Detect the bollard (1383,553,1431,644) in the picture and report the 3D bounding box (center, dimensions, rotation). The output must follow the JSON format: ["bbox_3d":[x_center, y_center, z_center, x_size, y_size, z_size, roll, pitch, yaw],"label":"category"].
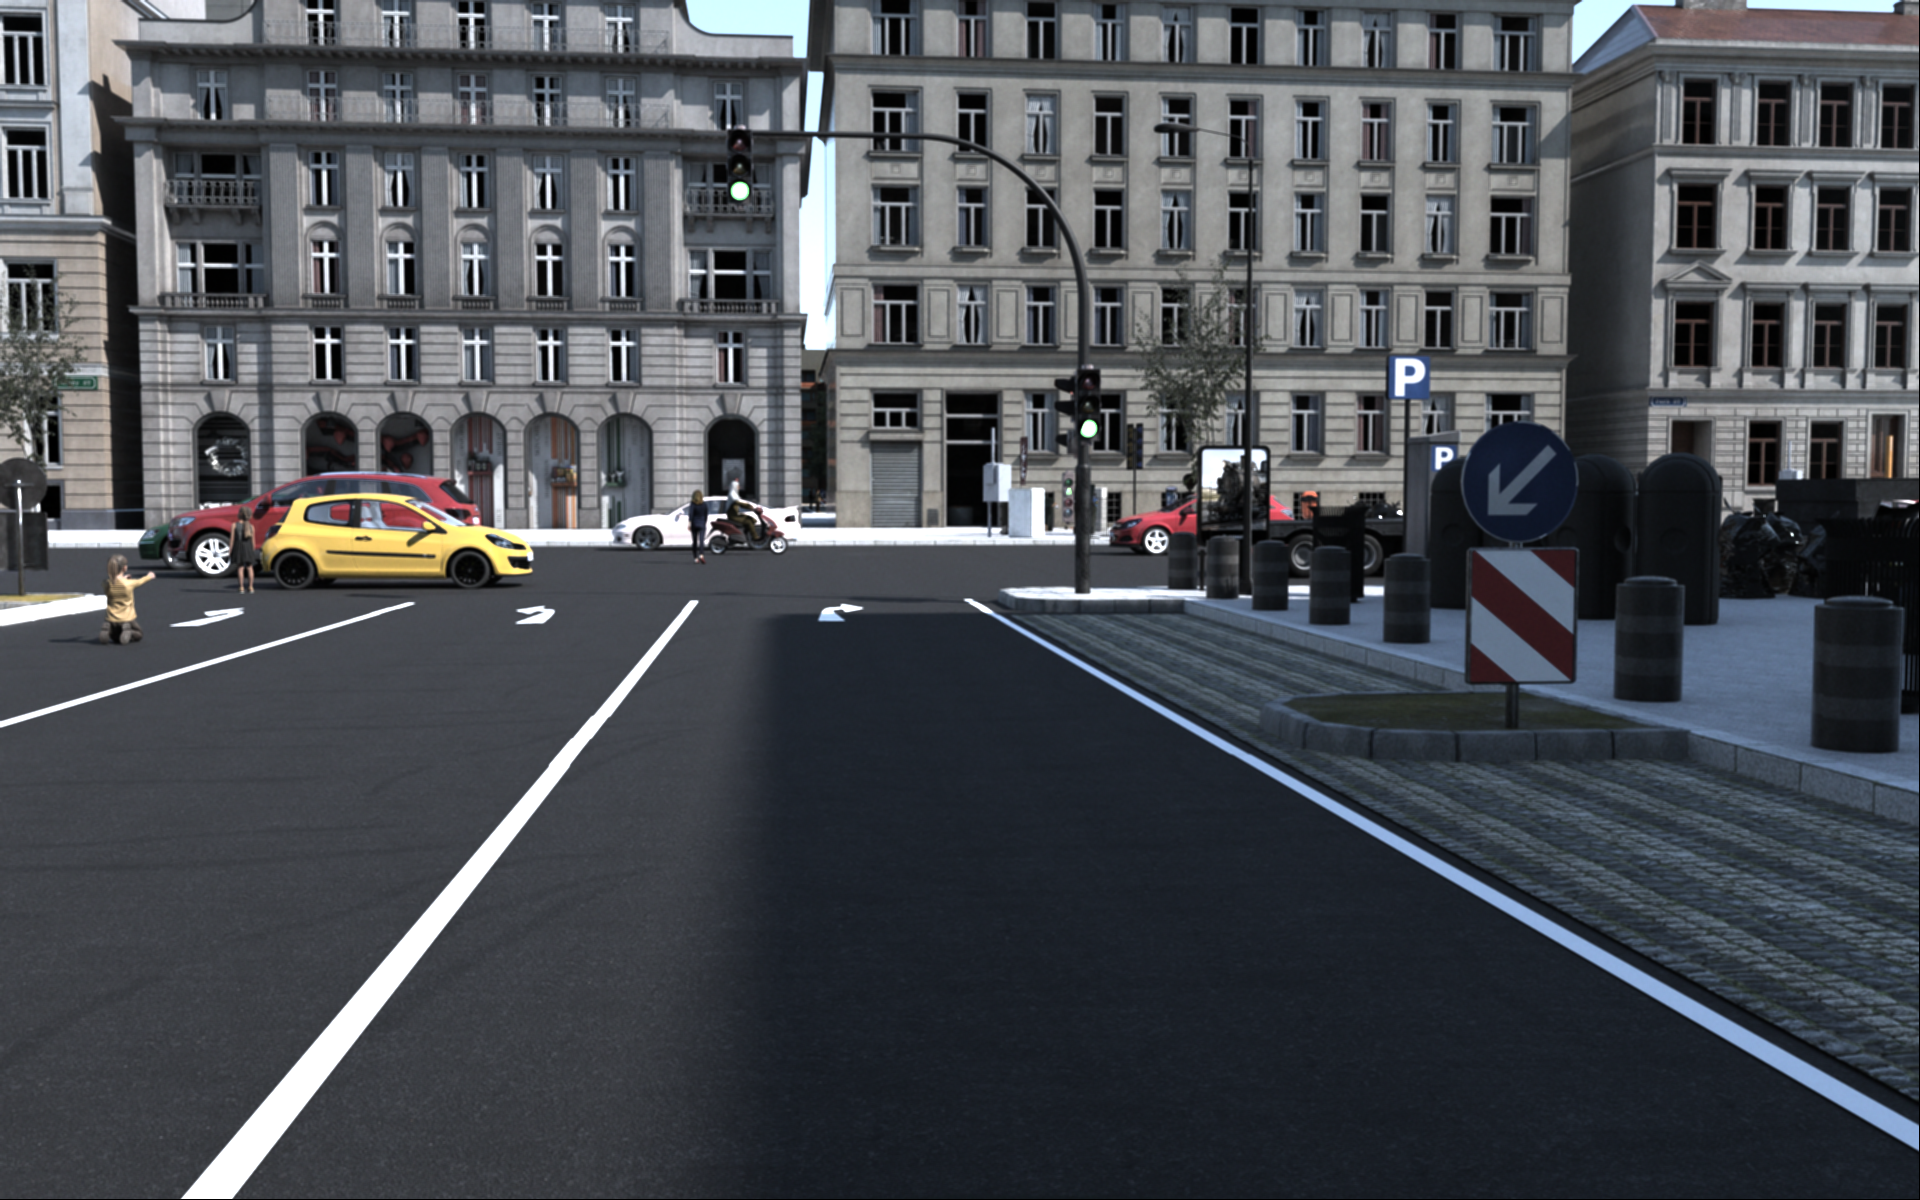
[{"bbox_3d":[3.878,-0.019,15.023,0.404,0.777,0.398,0,3,0],"label":"bollard"}]

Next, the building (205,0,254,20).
[{"bbox_3d":[-59.799,-42.530,133.612,20.563,71.187,20.611,0,4,-6],"label":"building"}]

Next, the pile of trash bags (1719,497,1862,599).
[{"bbox_3d":[9.453,-0.749,22.006,3.447,1.369,1.912,0,4,0],"label":"pile of trash bags"}]

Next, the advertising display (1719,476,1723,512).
[{"bbox_3d":[26.491,-3.437,61.414,0.974,1.923,0.123,2,4,32],"label":"advertising display"}]

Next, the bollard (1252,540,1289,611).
[{"bbox_3d":[3.445,-0.275,19.219,0.404,0.777,0.398,0,3,0],"label":"bollard"}]

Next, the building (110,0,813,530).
[{"bbox_3d":[-17.872,-13.798,67.394,24.055,21.916,13.314,0,4,-6],"label":"building"}]

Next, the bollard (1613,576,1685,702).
[{"bbox_3d":[4.311,0.237,10.841,0.404,0.777,0.398,0,3,0],"label":"bollard"}]

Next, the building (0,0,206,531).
[{"bbox_3d":[-40.337,-17.092,65.366,20.117,28.700,13.634,0,4,-6],"label":"building"}]

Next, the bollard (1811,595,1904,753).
[{"bbox_3d":[4.528,0.365,8.745,0.404,0.777,0.398,0,3,0],"label":"bollard"}]

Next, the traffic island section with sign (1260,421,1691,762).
[{"bbox_3d":[2.856,-0.094,10.165,1.989,1.847,2.006,0,4,-6],"label":"traffic island section with sign"}]

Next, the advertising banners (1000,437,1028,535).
[{"bbox_3d":[1.674,-3.523,53.792,0.090,3.025,2.074,-1,4,-21],"label":"advertising banners"}]

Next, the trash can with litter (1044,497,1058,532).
[{"bbox_3d":[2.952,-2.932,59.323,0.624,1.170,1.055,1,4,17],"label":"trash can with litter"}]

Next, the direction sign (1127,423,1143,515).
[{"bbox_3d":[5.626,-3.902,55.790,0.379,3.537,0.876,-2,4,-28],"label":"direction sign"}]

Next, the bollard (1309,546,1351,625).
[{"bbox_3d":[3.657,-0.147,17.118,0.404,0.777,0.398,0,3,0],"label":"bollard"}]

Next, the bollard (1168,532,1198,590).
[{"bbox_3d":[3.014,-0.532,23.419,0.404,0.777,0.398,0,3,0],"label":"bollard"}]

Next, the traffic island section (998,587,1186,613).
[{"bbox_3d":[1.593,-0.004,22.345,2.009,0.180,2.903,0,4,-6],"label":"traffic island section"}]

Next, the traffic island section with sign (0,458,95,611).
[{"bbox_3d":[-11.772,-0.800,21.214,2.006,1.907,1.989,0,4,-6],"label":"traffic island section with sign"}]

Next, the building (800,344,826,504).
[{"bbox_3d":[-22.833,-23.908,235.936,28.899,21.520,27.650,0,4,-6],"label":"building"}]

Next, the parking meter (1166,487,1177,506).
[{"bbox_3d":[7.146,-3.068,58.567,0.372,1.533,0.369,0,3,0],"label":"parking meter"}]

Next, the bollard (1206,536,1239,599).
[{"bbox_3d":[3.232,-0.403,21.312,0.404,0.777,0.398,0,3,0],"label":"bollard"}]

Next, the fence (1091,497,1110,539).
[{"bbox_3d":[4.113,-2.434,50.992,0.480,1.192,2.264,1,4,18],"label":"fence"}]

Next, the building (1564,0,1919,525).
[{"bbox_3d":[35.641,-14.424,71.985,21.152,22.565,11.583,0,4,-6],"label":"building"}]

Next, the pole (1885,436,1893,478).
[{"bbox_3d":[32.464,-4.082,60.580,0.158,3.312,0.155,0,3,0],"label":"pole"}]

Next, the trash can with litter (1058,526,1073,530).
[{"bbox_3d":[4.277,-3.184,63.122,2.233,1.210,1.678,-3,5,-45],"label":"trash can with litter"}]

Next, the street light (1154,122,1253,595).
[{"bbox_3d":[3.117,-3.017,21.863,1.470,5.913,1.316,0,4,-6],"label":"street light"}]

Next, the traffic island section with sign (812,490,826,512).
[{"bbox_3d":[-13.440,-9.763,168.252,1.989,1.847,2.006,0,4,-6],"label":"traffic island section with sign"}]

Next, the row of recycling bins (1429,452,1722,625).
[{"bbox_3d":[6.412,-0.690,18.393,1.069,1.692,3.534,-2,4,-32],"label":"row of recycling bins"}]

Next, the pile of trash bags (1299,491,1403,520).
[{"bbox_3d":[13.138,-2.960,58.141,3.447,1.369,1.912,0,4,4],"label":"pile of trash bags"}]

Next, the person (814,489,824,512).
[{"bbox_3d":[-11.186,-7.838,136.740,0.705,1.812,1.348,-3,4,-37],"label":"person"}]

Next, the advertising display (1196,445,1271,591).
[{"bbox_3d":[3.620,-1.085,22.952,0.974,1.923,0.123,-1,4,-9],"label":"advertising display"}]

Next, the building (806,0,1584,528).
[{"bbox_3d":[8.755,-14.657,72.923,30.059,22.955,16.112,0,4,-6],"label":"building"}]

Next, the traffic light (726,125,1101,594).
[{"bbox_3d":[-0.520,-2.887,21.873,4.771,5.953,1.251,0,4,-6],"label":"traffic light"}]
